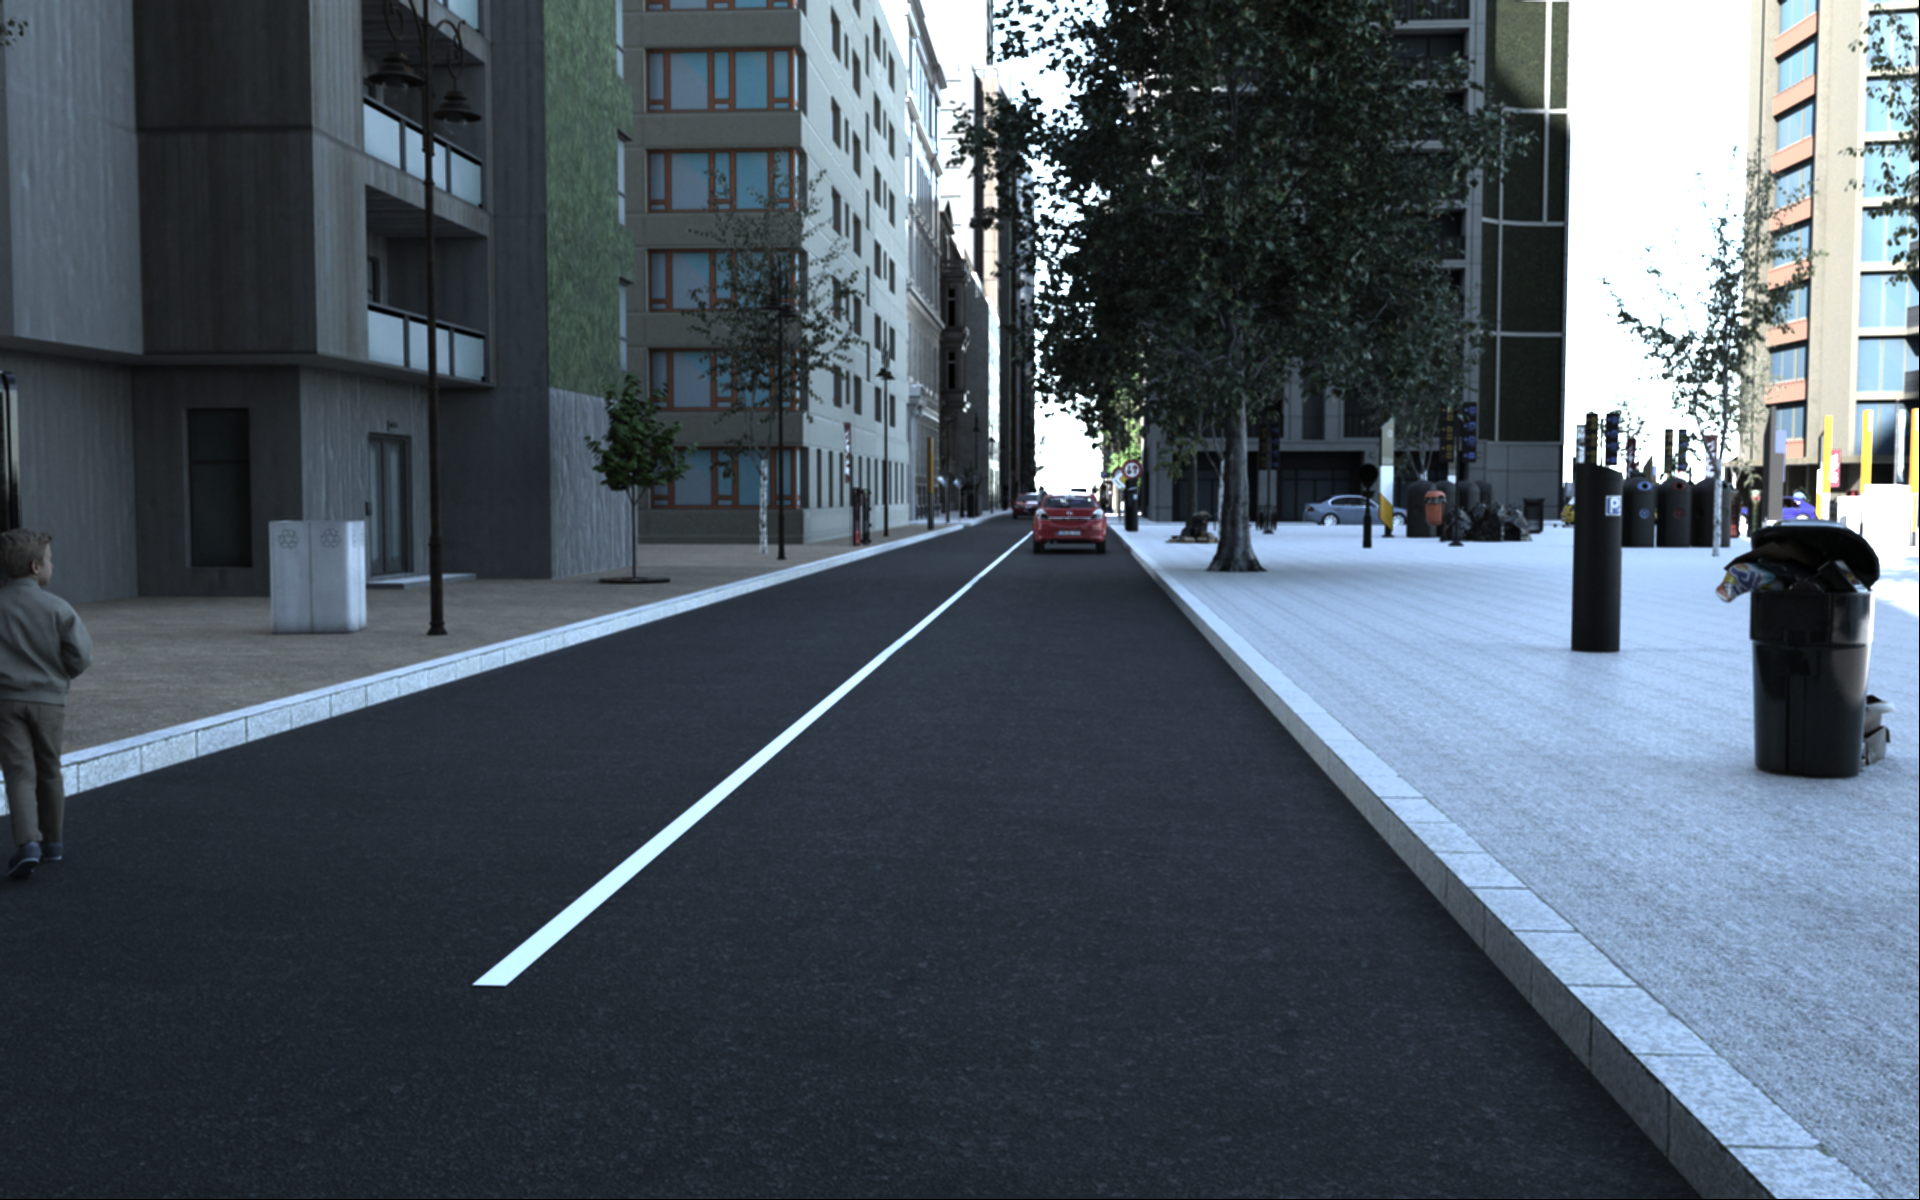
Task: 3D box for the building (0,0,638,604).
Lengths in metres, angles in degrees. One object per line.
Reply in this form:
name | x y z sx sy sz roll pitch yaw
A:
building | -13.266 -20.796 23.613 14.154 41.232 14.086 0 4 4

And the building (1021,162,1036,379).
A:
building | 2.022 -46.126 296.152 21.231 58.520 28.212 0 4 4

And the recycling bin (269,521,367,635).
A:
recycling bin | -5.988 -0.222 16.177 0.722 1.027 0.722 -1 4 -8

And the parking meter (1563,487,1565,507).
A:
parking meter | 50.444 -8.516 144.946 0.255 1.863 0.399 2 4 29

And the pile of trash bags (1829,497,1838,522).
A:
pile of trash bags | 33.076 -3.260 63.048 1.912 1.369 3.447 -1 4 -23

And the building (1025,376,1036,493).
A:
building | -2.459 -25.892 268.367 27.650 21.520 28.899 0 4 4

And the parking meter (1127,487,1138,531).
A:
parking meter | 5.937 -3.129 59.574 0.372 1.533 0.369 0 3 0

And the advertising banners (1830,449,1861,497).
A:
advertising banners | 34.933 -4.373 67.693 2.074 3.025 0.090 1 4 10

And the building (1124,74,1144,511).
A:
building | 23.762 -29.485 136.706 22.147 44.769 28.867 0 4 4

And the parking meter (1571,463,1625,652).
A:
parking meter | 5.212 -0.352 14.160 0.372 1.533 0.369 0 3 0

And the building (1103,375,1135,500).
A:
building | 27.525 -34.526 248.090 14.154 41.232 14.086 0 4 4

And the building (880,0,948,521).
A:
building | -7.983 -18.586 89.780 13.634 28.700 20.117 0 4 4

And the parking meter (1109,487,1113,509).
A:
parking meter | 12.523 -8.479 144.345 0.399 1.863 0.255 1 4 12

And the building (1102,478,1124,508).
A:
building | 31.957 -30.473 190.108 32.217 40.220 23.993 0 4 4

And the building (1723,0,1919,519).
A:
building | 54.237 -26.408 86.397 28.867 44.769 22.147 0 4 4

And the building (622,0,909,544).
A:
building | -17.464 -13.037 58.194 28.899 21.520 27.650 0 4 4

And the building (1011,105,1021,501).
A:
building | -0.304 -33.349 195.371 14.600 45.320 14.200 0 4 4

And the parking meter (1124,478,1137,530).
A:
parking meter | 6.031 -3.391 61.154 0.399 1.863 0.255 -2 4 -24

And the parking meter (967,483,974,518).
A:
parking meter | 0.577 -5.441 94.674 0.255 1.863 0.399 2 4 25

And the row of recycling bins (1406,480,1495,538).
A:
row of recycling bins | 14.801 -2.743 51.969 3.534 1.692 1.069 -2 4 -35

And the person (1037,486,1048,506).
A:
person | 4.169 -4.759 86.415 0.679 1.850 0.850 0 4 -4

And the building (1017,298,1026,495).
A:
building | 2.119 -29.026 246.270 14.160 30.474 14.107 0 4 4

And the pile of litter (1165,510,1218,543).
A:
pile of litter | 6.244 -1.925 45.440 1.719 0.858 1.176 3 5 45

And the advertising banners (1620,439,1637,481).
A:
advertising banners | 21.100 -3.640 55.694 0.090 3.025 2.074 -1 4 -13

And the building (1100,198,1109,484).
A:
building | 37.859 -43.290 297.033 28.713 52.752 27.495 0 4 4

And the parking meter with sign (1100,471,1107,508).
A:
parking meter with sign | 10.932 -8.277 131.594 0.543 3.016 1.738 0 4 7

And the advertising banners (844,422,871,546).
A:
advertising banners | -2.559 -2.864 43.014 0.090 3.025 2.074 1 4 15

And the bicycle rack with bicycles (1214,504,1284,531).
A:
bicycle rack with bicycles | 10.311 -2.950 61.611 2.852 0.926 2.925 2 4 23

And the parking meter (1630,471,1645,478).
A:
parking meter | 16.781 -2.278 42.962 0.255 1.863 0.399 0 4 0

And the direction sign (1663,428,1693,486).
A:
direction sign | 24.669 -4.146 59.779 0.876 3.537 0.379 -1 4 -12

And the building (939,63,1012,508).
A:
building | -2.498 -29.190 160.857 14.154 41.232 14.086 0 4 4

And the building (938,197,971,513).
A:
building | -6.594 -18.236 117.241 14.460 24.649 34.723 0 4 4

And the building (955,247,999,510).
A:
building | -2.349 -17.623 142.888 10.420 20.320 16.860 0 4 4

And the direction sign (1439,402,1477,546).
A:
direction sign | 12.271 -3.103 42.729 0.876 3.537 0.379 0 4 5

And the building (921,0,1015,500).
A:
building | -4.745 -45.212 177.470 20.563 71.187 20.611 0 4 4

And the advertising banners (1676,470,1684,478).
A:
advertising banners | 51.730 -7.965 126.414 2.074 3.025 0.090 3 4 38

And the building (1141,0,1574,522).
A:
building | 19.836 -39.629 86.189 20.611 71.187 20.563 0 4 4

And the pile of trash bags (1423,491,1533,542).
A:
pile of trash bags | 13.847 -2.279 47.021 3.447 1.369 1.912 -2 4 -35

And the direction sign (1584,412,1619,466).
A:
direction sign | 17.842 -3.439 48.227 0.876 3.537 0.379 1 4 13

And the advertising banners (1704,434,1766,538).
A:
advertising banners | 22.596 -3.330 50.632 2.074 3.025 0.090 -1 4 -9

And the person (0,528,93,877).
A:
person | -3.561 0.378 6.588 0.475 1.303 0.640 -2 4 -31

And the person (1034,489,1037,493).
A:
person | 5.083 -6.681 118.087 0.721 1.781 0.623 0 4 -8

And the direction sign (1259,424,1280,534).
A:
direction sign | 9.987 -3.915 56.013 0.379 3.537 0.876 -3 4 -37

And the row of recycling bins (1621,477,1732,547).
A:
row of recycling bins | 16.850 -2.132 41.979 3.534 1.692 1.069 0 4 -3
